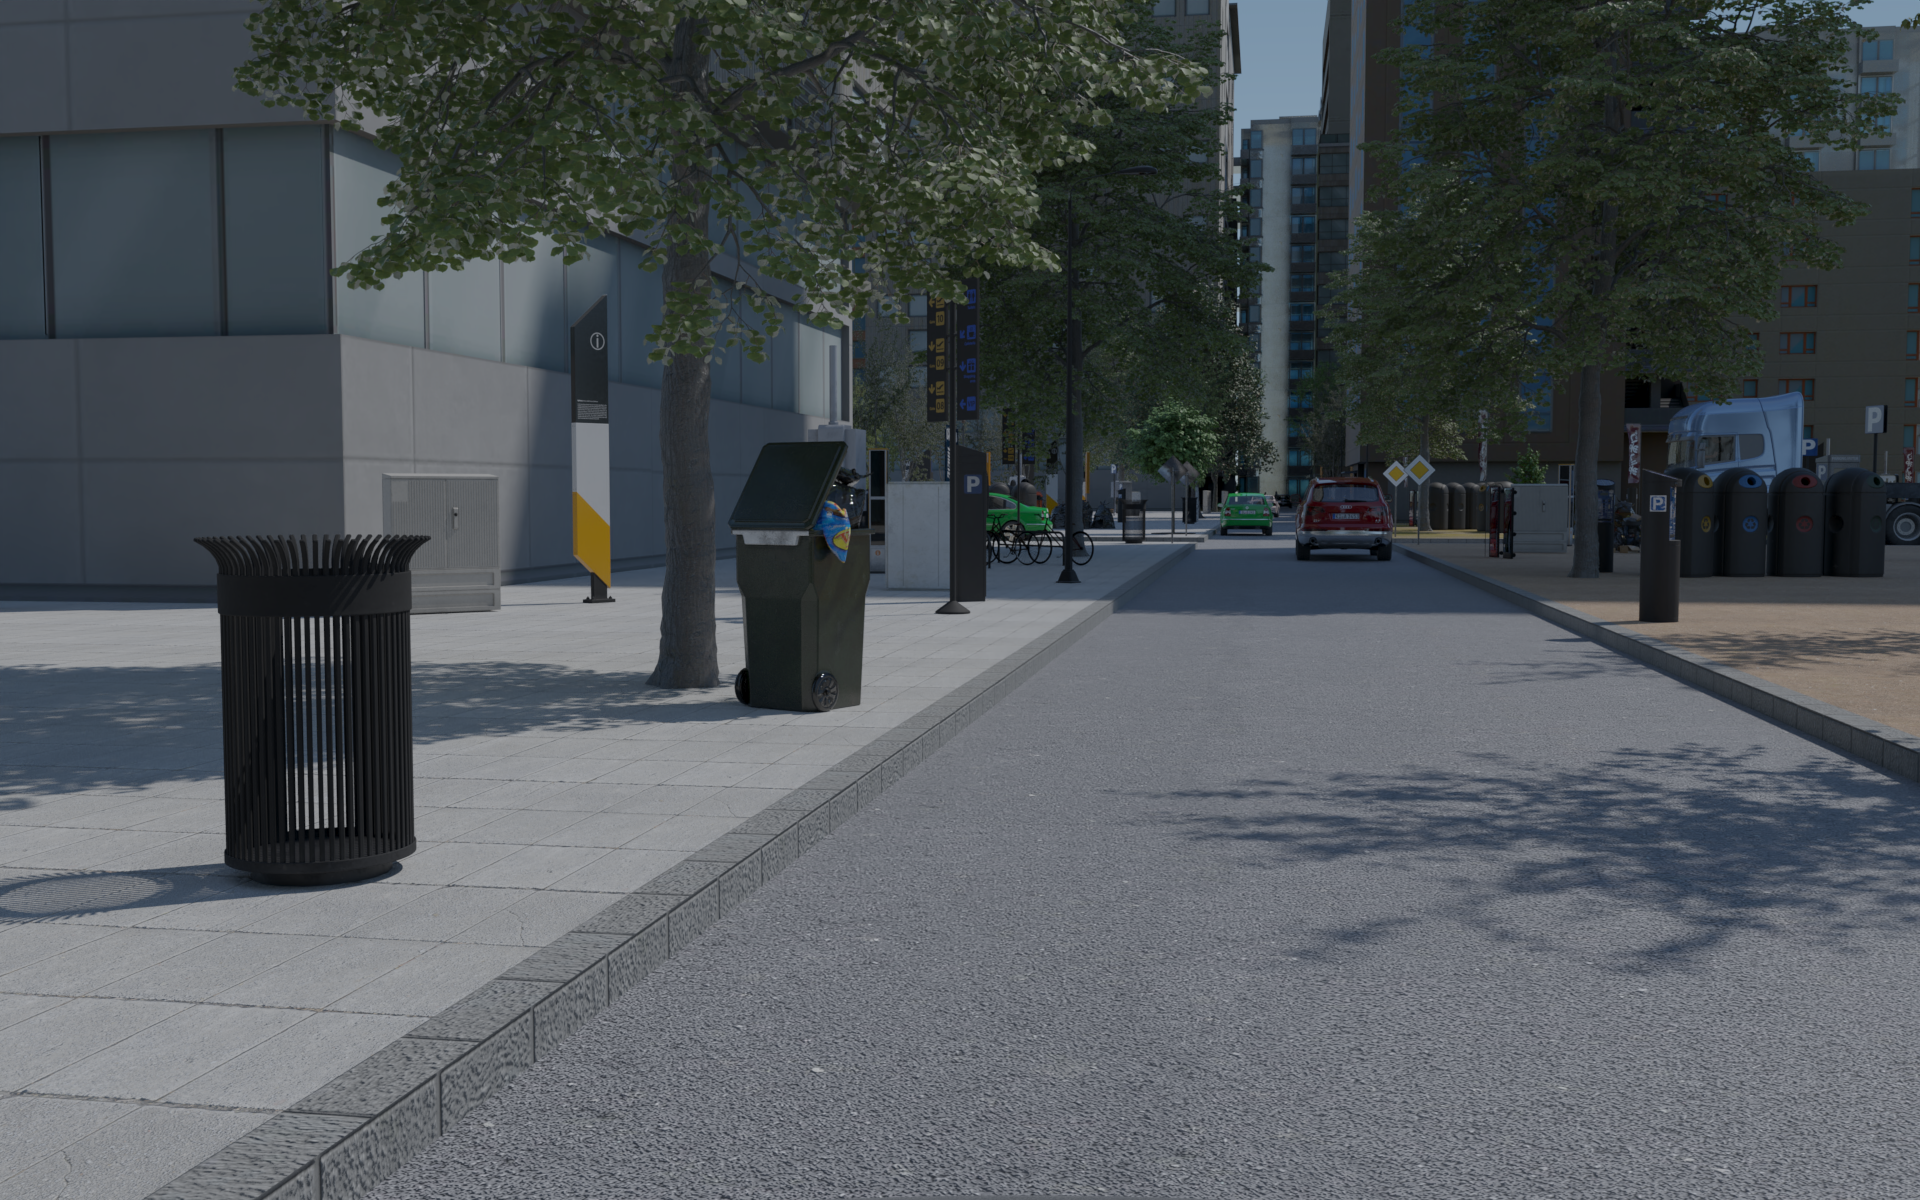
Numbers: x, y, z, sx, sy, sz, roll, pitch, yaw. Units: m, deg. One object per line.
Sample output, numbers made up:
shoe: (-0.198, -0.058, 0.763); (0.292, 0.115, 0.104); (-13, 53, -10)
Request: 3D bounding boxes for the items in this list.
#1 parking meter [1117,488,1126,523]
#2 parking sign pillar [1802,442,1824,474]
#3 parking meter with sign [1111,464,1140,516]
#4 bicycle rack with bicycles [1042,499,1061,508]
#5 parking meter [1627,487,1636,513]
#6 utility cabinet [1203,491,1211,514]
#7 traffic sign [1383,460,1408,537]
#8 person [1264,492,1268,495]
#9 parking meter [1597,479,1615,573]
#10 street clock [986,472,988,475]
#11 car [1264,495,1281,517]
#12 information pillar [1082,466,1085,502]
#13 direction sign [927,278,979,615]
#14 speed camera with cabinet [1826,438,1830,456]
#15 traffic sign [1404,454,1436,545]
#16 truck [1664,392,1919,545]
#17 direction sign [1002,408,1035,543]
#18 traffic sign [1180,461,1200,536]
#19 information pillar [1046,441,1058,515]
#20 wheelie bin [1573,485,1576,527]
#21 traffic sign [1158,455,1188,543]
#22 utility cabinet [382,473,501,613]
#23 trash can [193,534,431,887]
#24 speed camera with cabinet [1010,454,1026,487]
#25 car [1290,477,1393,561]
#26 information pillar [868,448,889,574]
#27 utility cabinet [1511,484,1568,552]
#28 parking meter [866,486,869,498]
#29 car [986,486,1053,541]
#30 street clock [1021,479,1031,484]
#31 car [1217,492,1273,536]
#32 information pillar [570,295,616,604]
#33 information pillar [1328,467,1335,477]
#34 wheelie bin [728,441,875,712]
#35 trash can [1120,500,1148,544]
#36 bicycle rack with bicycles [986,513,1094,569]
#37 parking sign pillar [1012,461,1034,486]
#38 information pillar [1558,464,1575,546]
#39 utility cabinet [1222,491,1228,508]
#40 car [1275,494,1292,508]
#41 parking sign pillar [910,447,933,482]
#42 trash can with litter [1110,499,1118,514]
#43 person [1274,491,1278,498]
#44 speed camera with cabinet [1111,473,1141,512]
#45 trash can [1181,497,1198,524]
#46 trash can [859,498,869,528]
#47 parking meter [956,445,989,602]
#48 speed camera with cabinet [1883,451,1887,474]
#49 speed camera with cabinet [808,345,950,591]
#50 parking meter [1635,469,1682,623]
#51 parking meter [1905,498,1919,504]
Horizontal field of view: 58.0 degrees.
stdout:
parking meter: (7.286, -4.260, 78.064); (0.372, 1.533, 0.369); (0, 3, 0)
parking sign pillar: (44.197, -6.218, 90.143); (1.447, 3.967, 1.447); (2, 4, 29)
parking meter with sign: (9.650, -6.390, 100.743); (1.738, 3.016, 0.543); (-2, 4, -30)
bicycle rack with bicycles: (5.815, -6.573, 120.843); (2.852, 0.926, 2.925); (-2, 4, -30)
parking meter: (25.845, -3.561, 66.639); (0.372, 1.533, 0.369); (0, 3, 0)
utility cabinet: (15.983, -6.318, 111.973); (0.318, 1.500, 1.173); (1, 4, 19)
traffic sign: (12.999, -2.937, 51.667); (0.795, 2.450, 0.064); (1, 4, 10)
person: (31.559, -10.320, 178.708); (0.415, 1.643, 0.593); (-3, 5, -45)
parking meter: (10.530, -1.223, 28.403); (0.372, 1.533, 0.369); (0, 3, 0)
street clock: (0.469, -2.481, 45.137); (0.471, 2.002, 0.358); (-1, 4, -11)
car: (18.920, -5.842, 107.881); (2.083, 1.381, 4.827); (1, 4, 12)
information pillar: (8.426, -7.677, 116.872); (0.504, 3.616, 0.183); (1, 4, 12)
direction sign: (-0.078, -1.622, 18.509); (0.379, 3.537, 0.876); (-3, 4, -38)
speed camera with cabinet: (31.246, -4.081, 61.056); (0.660, 3.252, 2.038); (-1, 4, -18)
traffic sign: (11.607, -2.456, 43.803); (0.795, 2.450, 0.064); (1, 4, 10)
truck: (27.873, -3.419, 45.660); (18.799, 4.110, 2.967); (1, 4, 8)
direction sign: (1.540, -3.270, 45.459); (0.876, 3.537, 0.379); (1, 4, 12)
traffic sign: (6.903, -3.004, 52.762); (0.795, 2.450, 0.064); (1, 4, 10)
information pillar: (3.845, -4.940, 72.121); (0.504, 3.616, 0.183); (0, 4, 0)
wheelie bin: (21.721, -3.233, 60.773); (0.980, 1.594, 0.693); (3, 5, 42)
traffic sign: (5.511, -2.523, 44.899); (0.795, 2.450, 0.064); (1, 4, 10)
utility cabinet: (-5.566, -0.609, 18.633); (1.173, 1.500, 0.318); (-3, 4, -36)
trash can: (-2.164, 0.355, 5.845); (0.748, 1.137, 0.748); (0, 3, 0)
speed camera with cabinet: (2.518, -5.670, 87.047); (0.660, 3.252, 2.038); (-2, 4, -31)
car: (8.578, -1.850, 38.915); (2.281, 1.827, 5.304); (1, 4, 10)
information pillar: (-1.309, -1.434, 27.941); (0.304, 2.012, 0.304); (0, 4, 4)
utility cabinet: (12.581, -1.773, 37.663); (1.173, 1.500, 0.318); (1, 4, 15)
parking meter: (-6.635, -7.249, 124.233); (0.399, 1.863, 0.255); (1, 4, 13)
car: (0.306, -2.521, 50.007); (4.718, 1.807, 1.959); (1, 4, 9)
street clock: (3.123, -4.742, 82.100); (0.471, 2.002, 0.358); (2, 4, 33)
car: (10.059, -3.193, 61.008); (1.959, 1.807, 4.718); (0, 4, 8)
information pillar: (-4.318, -1.770, 20.297); (0.183, 3.616, 0.504); (3, 5, 41)
information pillar: (26.558, -8.096, 123.720); (0.504, 3.616, 0.183); (1, 4, 21)
wheelie bin: (-0.960, -0.157, 10.481); (0.980, 1.594, 0.693); (2, 4, 34)
trash can: (4.513, -2.036, 44.945); (0.748, 1.137, 0.748); (0, 3, 0)
bicycle rack with bicycles: (0.615, -1.093, 31.257); (2.852, 0.926, 2.925); (-3, 4, -39)
parking sign pillar: (3.668, -6.882, 100.995); (1.447, 3.967, 1.447); (-2, 4, -33)
information pillar: (14.887, -2.329, 42.570); (0.304, 2.012, 0.304); (2, 4, 35)
utility cabinet: (19.121, -7.112, 124.953); (0.318, 1.500, 1.173); (0, 4, 1)
car: (32.716, -10.126, 175.345); (2.009, 1.686, 4.222); (1, 4, 9)
parking sign pillar: (-2.225, -6.812, 99.849); (1.447, 3.967, 1.447); (1, 4, 23)
trash can with litter: (10.235, -6.268, 113.873); (1.055, 1.170, 0.624); (1, 4, 11)
person: (33.694, -10.751, 185.014); (0.721, 1.736, 1.217); (-1, 4, -23)
speed camera with cabinet: (11.761, -7.858, 122.820); (2.038, 3.252, 0.660); (-1, 4, -14)
trash can: (9.832, -3.826, 74.202); (0.748, 1.137, 0.748); (0, 3, 0)
trash can: (-3.587, -3.250, 64.784); (0.748, 1.137, 0.748); (0, 3, 0)
parking meter: (0.127, -0.916, 20.684); (0.399, 1.863, 0.255); (-1, 4, -18)
speed camera with cabinet: (41.875, -5.231, 79.857); (2.038, 3.252, 0.660); (2, 4, 25)
speed camera with cabinet: (-0.977, -1.764, 23.176); (2.038, 3.252, 0.660); (1, 4, 12)
parking meter: (7.039, -0.550, 17.405); (0.372, 1.533, 0.369); (0, 3, 0)
parking meter: (29.462, -2.764, 53.606); (0.372, 1.533, 0.369); (0, 3, 0)
